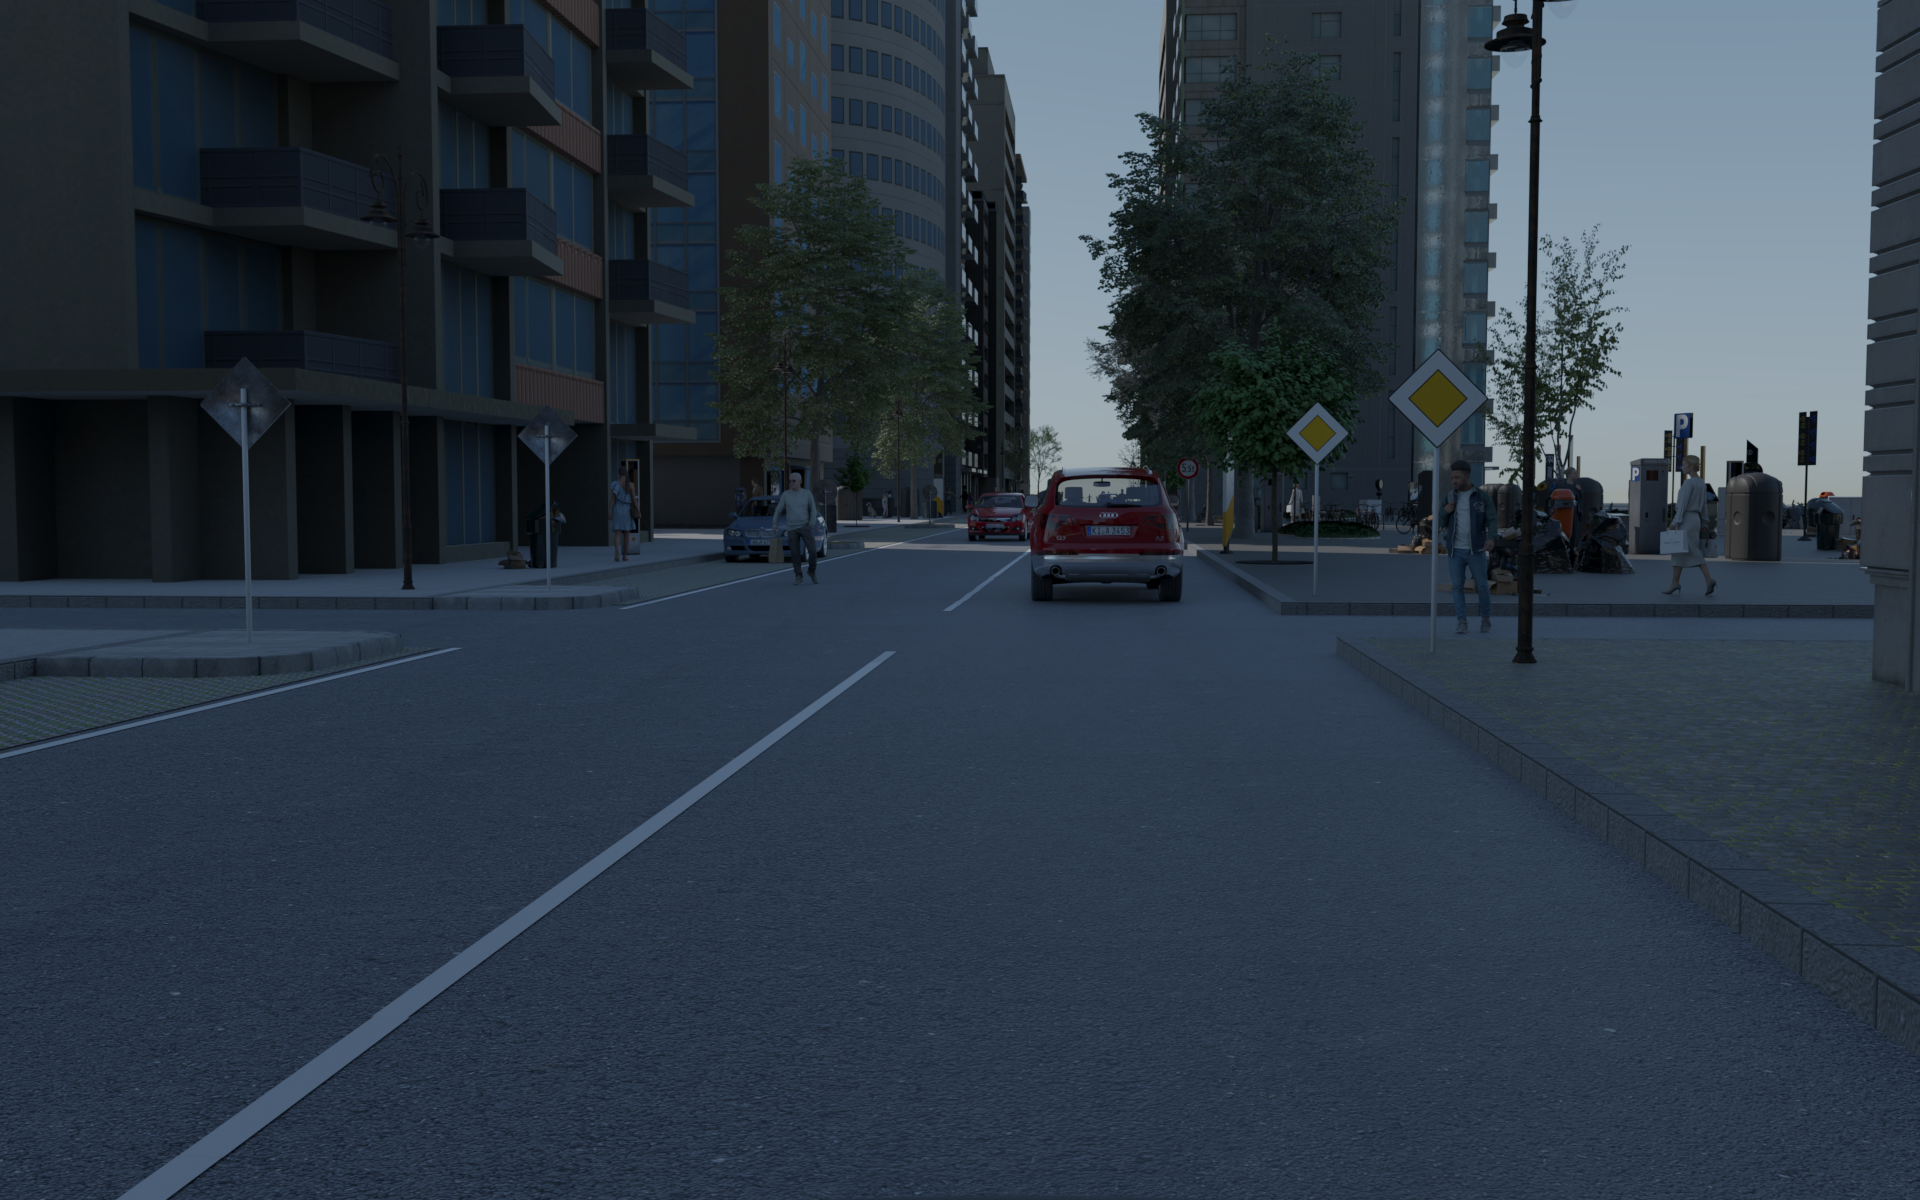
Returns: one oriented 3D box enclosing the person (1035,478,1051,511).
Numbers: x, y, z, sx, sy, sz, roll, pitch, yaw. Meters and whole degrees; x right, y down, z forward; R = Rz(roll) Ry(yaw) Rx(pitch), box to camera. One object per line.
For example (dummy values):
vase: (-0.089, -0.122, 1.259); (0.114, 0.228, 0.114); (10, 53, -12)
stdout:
person: (1.980, -1.794, 38.226); (0.661, 1.777, 0.834); (0, 4, -1)

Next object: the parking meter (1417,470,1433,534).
parking meter: (11.487, -2.269, 42.802); (0.255, 1.863, 0.399); (0, 4, -6)

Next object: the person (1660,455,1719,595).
person: (9.300, -0.956, 22.027); (0.694, 1.780, 0.624); (-2, 4, -27)

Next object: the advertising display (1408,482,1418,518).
advertising display: (24.441, -5.376, 93.103); (0.974, 1.923, 0.123); (-2, 4, -35)

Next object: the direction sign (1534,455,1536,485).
direction sign: (29.330, -5.900, 88.468); (0.379, 3.537, 0.876); (2, 4, 23)

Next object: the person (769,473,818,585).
person: (-2.641, -1.126, 27.399); (0.782, 1.767, 0.515); (0, 4, -2)

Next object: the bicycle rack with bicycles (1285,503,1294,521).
bicycle rack with bicycles: (16.276, -4.107, 80.538); (2.852, 0.926, 2.925); (1, 4, 11)

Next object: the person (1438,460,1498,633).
person: (5.241, -0.555, 17.920); (0.623, 1.781, 0.721); (1, 4, 19)

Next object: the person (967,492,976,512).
person: (0.801, -6.852, 121.302); (0.599, 1.433, 0.991); (-3, 5, -39)

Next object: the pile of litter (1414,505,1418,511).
pile of litter: (19.323, -3.548, 71.976); (1.176, 0.858, 1.719); (0, 4, -7)

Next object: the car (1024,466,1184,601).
car: (2.038, -0.979, 24.687); (2.281, 1.827, 5.304); (0, 4, 3)

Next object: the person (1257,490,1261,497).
person: (16.418, -5.393, 94.243); (0.660, 1.820, 0.620); (3, 5, 41)

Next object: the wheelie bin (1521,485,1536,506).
wheelie bin: (19.003, -3.033, 57.492); (0.693, 1.594, 0.980); (0, 4, 5)

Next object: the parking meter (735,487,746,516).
parking meter: (-7.878, -3.290, 62.200); (0.372, 1.533, 0.369); (0, 3, 0)

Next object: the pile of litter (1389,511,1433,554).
pile of litter: (9.969, -1.430, 37.340); (1.176, 0.858, 1.719); (-1, 4, -12)

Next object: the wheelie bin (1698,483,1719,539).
wheelie bin: (21.207, -2.543, 49.494); (0.693, 1.594, 0.980); (-1, 4, -18)

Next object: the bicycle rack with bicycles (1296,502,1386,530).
bicycle rack with bicycles: (13.941, -2.925, 61.208); (2.925, 0.926, 2.852); (-3, 5, -45)

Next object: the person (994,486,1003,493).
person: (1.939, -4.722, 85.508); (0.655, 1.846, 0.447); (0, 4, 4)

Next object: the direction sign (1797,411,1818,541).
direction sign: (23.213, -3.395, 47.499); (0.379, 3.537, 0.876); (0, 4, -4)

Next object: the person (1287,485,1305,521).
person: (14.161, -4.073, 72.990); (0.694, 1.780, 0.624); (-1, 4, -11)

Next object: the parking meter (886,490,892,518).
parking meter: (-3.847, -5.227, 93.867); (0.372, 1.533, 0.369); (0, 3, 0)

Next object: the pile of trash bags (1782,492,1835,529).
pile of trash bags: (31.115, -3.293, 63.591); (1.912, 1.369, 3.447); (0, 4, -1)

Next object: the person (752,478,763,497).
person: (-6.986, -3.279, 59.568); (0.656, 1.842, 0.836); (1, 4, 21)

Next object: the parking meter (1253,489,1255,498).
parking meter: (13.439, -4.375, 79.939); (0.372, 1.533, 0.369); (0, 3, 0)

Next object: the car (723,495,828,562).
car: (-3.948, -1.569, 37.652); (2.014, 1.417, 4.499); (0, 4, 3)

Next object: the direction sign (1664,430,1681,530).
direction sign: (25.330, -4.252, 61.511); (0.876, 3.537, 0.379); (-1, 4, -20)

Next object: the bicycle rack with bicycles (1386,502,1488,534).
bicycle rack with bicycles: (15.704, -2.543, 54.954); (2.852, 0.926, 2.925); (-2, 4, -34)

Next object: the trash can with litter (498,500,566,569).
trash can with litter: (-7.368, -1.126, 29.800); (1.055, 1.170, 0.624); (-3, 4, -39)

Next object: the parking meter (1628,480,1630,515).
parking meter: (23.529, -3.347, 60.439); (0.255, 1.863, 0.399); (-1, 4, -17)

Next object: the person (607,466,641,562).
person: (-6.365, -1.633, 32.836); (0.616, 1.811, 0.778); (0, 4, -2)

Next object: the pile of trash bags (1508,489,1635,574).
pile of trash bags: (10.310, -1.204, 29.433); (1.912, 1.369, 3.447); (1, 4, 15)

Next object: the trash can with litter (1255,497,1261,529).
trash can with litter: (10.679, -3.122, 62.434); (0.624, 1.170, 1.055); (2, 4, 25)

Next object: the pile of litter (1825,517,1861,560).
pile of litter: (17.904, -1.225, 33.997); (1.176, 0.858, 1.719); (-1, 4, -17)

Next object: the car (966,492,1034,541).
car: (1.299, -2.753, 54.046); (2.155, 1.783, 4.494); (0, 4, 7)

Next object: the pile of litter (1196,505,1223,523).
pile of litter: (11.189, -3.848, 76.884); (1.719, 0.858, 1.176); (-1, 4, -19)

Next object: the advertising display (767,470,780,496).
advertising display: (-5.109, -2.585, 47.472); (0.123, 1.923, 0.974); (1, 4, 9)

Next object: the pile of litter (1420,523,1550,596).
pile of litter: (6.942, -0.527, 22.582); (1.176, 0.858, 1.719); (-1, 4, -8)

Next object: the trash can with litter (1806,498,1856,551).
trash can with litter: (19.868, -1.699, 39.158); (0.624, 1.170, 1.055); (-1, 4, -23)

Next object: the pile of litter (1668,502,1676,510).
pile of litter: (37.885, -4.788, 92.255); (1.176, 0.858, 1.719); (-3, 4, -36)

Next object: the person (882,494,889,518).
person: (-3.923, -4.962, 91.447); (0.394, 1.301, 0.425); (1, 4, 18)

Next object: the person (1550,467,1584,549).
person: (11.029, -1.532, 31.510); (0.576, 1.772, 0.534); (-3, 5, -41)
